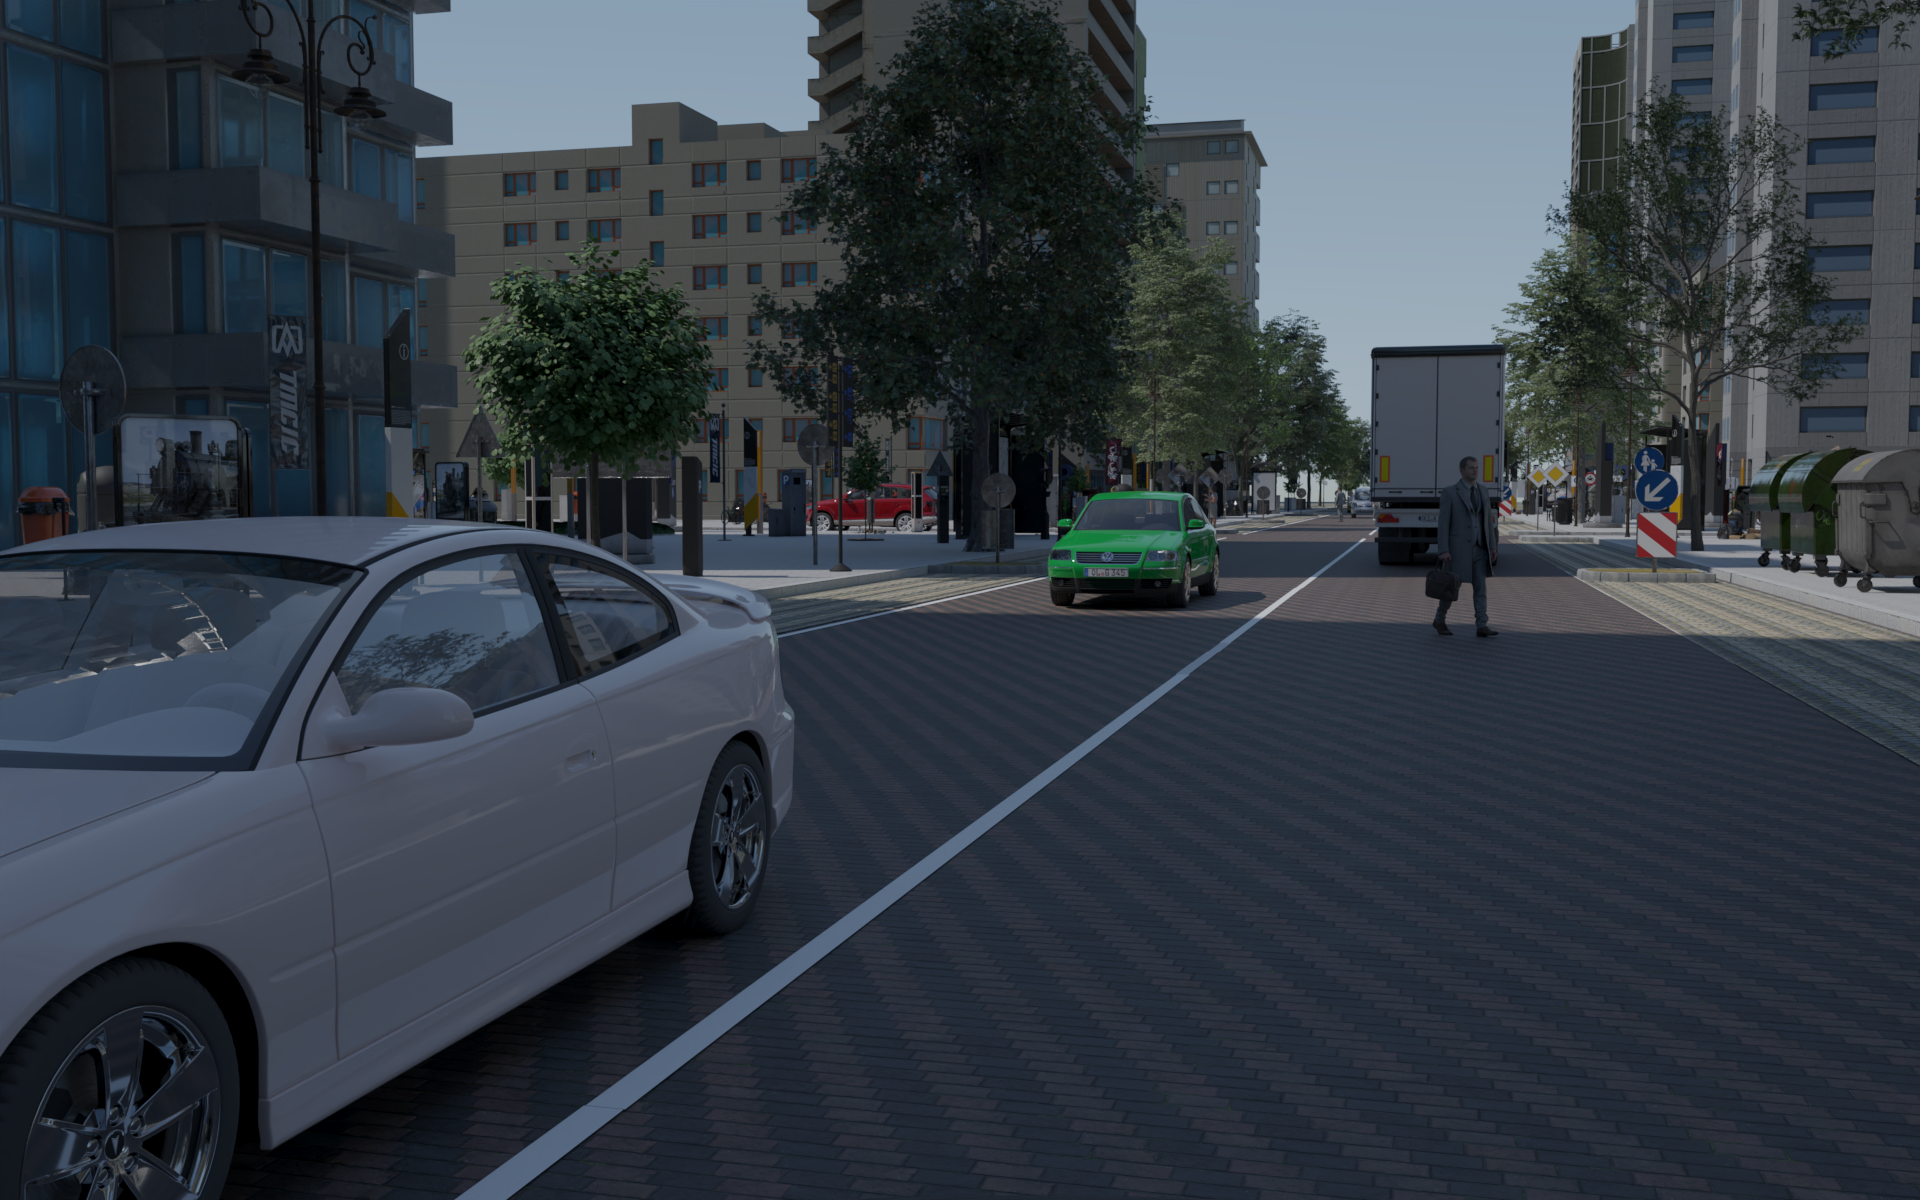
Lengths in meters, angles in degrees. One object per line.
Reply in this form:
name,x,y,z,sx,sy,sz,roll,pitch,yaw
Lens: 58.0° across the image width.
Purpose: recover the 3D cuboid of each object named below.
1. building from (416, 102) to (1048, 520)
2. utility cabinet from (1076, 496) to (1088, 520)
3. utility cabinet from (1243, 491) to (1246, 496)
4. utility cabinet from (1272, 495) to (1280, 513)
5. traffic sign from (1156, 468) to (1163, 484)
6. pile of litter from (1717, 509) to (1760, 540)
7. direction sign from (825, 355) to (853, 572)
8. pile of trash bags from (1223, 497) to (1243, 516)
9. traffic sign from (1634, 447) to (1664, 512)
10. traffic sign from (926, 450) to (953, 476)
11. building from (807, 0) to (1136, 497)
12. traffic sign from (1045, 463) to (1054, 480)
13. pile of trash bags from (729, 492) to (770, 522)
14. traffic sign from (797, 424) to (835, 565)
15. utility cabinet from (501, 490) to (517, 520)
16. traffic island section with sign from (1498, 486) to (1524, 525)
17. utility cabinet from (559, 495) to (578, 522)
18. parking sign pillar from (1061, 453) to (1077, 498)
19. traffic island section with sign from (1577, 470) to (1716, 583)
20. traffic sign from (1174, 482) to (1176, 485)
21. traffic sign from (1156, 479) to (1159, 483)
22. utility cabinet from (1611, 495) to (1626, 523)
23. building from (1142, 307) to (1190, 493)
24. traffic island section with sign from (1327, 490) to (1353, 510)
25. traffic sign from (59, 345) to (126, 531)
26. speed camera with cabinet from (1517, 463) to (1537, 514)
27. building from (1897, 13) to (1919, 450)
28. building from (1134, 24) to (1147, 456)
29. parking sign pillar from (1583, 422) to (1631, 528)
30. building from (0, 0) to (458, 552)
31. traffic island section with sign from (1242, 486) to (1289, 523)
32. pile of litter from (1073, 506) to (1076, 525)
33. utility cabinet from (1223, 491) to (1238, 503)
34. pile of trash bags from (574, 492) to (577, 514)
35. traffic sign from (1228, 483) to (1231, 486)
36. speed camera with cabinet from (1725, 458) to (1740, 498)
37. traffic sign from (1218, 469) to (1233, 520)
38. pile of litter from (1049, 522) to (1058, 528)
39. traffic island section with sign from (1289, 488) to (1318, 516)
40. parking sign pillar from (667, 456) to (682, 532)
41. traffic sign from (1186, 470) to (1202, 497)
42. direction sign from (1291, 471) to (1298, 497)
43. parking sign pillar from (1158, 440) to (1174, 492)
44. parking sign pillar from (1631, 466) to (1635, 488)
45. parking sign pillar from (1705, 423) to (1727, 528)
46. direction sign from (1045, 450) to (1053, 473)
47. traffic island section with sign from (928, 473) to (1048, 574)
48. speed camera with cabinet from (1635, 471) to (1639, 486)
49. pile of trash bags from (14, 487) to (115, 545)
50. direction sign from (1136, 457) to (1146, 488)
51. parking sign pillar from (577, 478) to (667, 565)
building,-11.279,-15.583,99.828,27.650,21.520,28.899,1,4,15
utility cabinet,3.705,-2.550,52.852,0.306,1.237,1.020,1,4,8
utility cabinet,18.917,-6.618,116.880,1.173,1.500,0.318,-2,4,-34
utility cabinet,20.894,-6.406,115.896,1.020,1.237,0.306,-1,4,-11
traffic sign,9.918,-5.170,84.638,0.768,2.556,0.104,1,4,22
pile of litter,22.298,-2.158,49.256,1.719,0.858,1.176,-1,4,-12
direction sign,-1.978,-2.240,28.619,0.379,3.537,0.876,2,4,23
pile of trash bags,14.865,-5.579,100.969,1.912,1.369,3.447,-3,5,-44
traffic sign,18.783,-2.885,47.274,0.768,2.556,0.104,1,4,17
traffic sign,-0.602,-3.153,51.555,0.884,2.594,0.081,1,4,22
building,0.904,-30.973,130.105,21.300,48.544,21.600,1,4,15
traffic sign,3.051,-3.913,63.975,0.884,2.594,0.081,2,4,24
pile of trash bags,-9.474,-4.273,79.609,1.912,1.369,3.447,0,4,8
traffic sign,-2.619,-1.908,31.300,0.768,2.556,0.104,2,4,24
utility cabinet,-21.915,-4.616,84.149,0.318,1.500,1.173,1,4,8
traffic island section with sign,25.582,-4.477,81.826,1.989,1.847,2.006,1,4,15
utility cabinet,-17.478,-4.061,77.553,1.020,1.237,0.306,3,4,36
parking sign pillar,7.026,-7.638,113.358,1.447,3.967,1.447,3,5,41
traffic island section with sign,11.364,-1.233,28.795,1.989,1.847,2.006,1,4,15
traffic sign,11.959,-5.939,97.203,0.768,2.556,0.104,1,4,19
traffic sign,10.485,-5.413,89.691,0.795,2.450,0.064,1,4,23
utility cabinet,29.063,-4.000,76.557,1.020,1.237,0.306,-3,5,-42
building,7.087,-19.953,171.276,27.650,21.520,28.899,1,4,15
traffic island section with sign,34.929,-9.237,159.646,1.989,1.847,2.006,1,4,15
traffic sign,-7.419,-0.898,14.794,0.768,2.556,0.104,1,4,23
speed camera with cabinet,36.469,-7.125,110.828,2.038,3.252,0.660,-3,5,-40
building,59.728,-34.624,108.103,21.231,58.520,28.212,1,4,15
building,7.811,-28.421,148.275,14.154,41.232,14.086,1,4,15
parking sign pillar,24.453,-4.728,65.776,1.447,3.967,1.447,1,4,12
building,-29.358,-25.690,39.646,30.456,49.044,23.786,1,4,15
traffic island section with sign,14.937,-4.675,85.057,1.989,1.847,2.006,1,4,15
pile of litter,4.689,-3.648,73.606,1.176,0.858,1.719,0,4,4
utility cabinet,17.230,-6.242,110.734,1.173,1.500,0.318,2,4,24
pile of trash bags,-25.892,-6.751,120.137,1.912,1.369,3.447,2,4,33
traffic sign,17.512,-7.030,114.945,0.884,2.594,0.081,1,4,16
speed camera with cabinet,43.197,-6.171,95.234,2.038,3.252,0.660,2,4,33
traffic sign,13.361,-5.331,87.269,0.768,2.556,0.104,1,4,21
pile of litter,2.901,-3.117,64.933,1.719,0.858,1.176,1,4,15
traffic island section with sign,22.004,-6.287,111.413,1.989,1.847,2.006,1,4,15
parking sign pillar,-9.958,-4.302,58.812,1.447,3.967,1.447,0,4,1
traffic sign,12.069,-5.471,89.456,0.884,2.594,0.081,2,4,25
direction sign,26.288,-8.816,136.143,0.379,3.537,0.876,-1,4,-20
parking sign pillar,10.411,-6.045,87.309,1.447,3.967,1.447,2,4,25
parking sign pillar,44.201,-7.753,115.241,1.447,3.967,1.447,-3,5,-44
parking sign pillar,28.955,-4.766,66.404,1.447,3.967,1.447,0,4,8
direction sign,4.533,-5.944,89.184,0.379,3.537,0.876,-2,4,-28
traffic island section with sign,0.621,-1.410,31.674,1.989,1.847,2.006,1,4,15
speed camera with cabinet,47.499,-7.658,119.542,0.660,3.252,2.038,-3,4,-38
pile of trash bags,-10.653,-0.761,22.201,1.912,1.369,3.447,1,4,13
direction sign,11.044,-6.946,105.566,0.379,3.537,0.876,-2,4,-34
parking sign pillar,-6.348,-2.650,31.807,1.447,3.967,1.447,0,4,5
